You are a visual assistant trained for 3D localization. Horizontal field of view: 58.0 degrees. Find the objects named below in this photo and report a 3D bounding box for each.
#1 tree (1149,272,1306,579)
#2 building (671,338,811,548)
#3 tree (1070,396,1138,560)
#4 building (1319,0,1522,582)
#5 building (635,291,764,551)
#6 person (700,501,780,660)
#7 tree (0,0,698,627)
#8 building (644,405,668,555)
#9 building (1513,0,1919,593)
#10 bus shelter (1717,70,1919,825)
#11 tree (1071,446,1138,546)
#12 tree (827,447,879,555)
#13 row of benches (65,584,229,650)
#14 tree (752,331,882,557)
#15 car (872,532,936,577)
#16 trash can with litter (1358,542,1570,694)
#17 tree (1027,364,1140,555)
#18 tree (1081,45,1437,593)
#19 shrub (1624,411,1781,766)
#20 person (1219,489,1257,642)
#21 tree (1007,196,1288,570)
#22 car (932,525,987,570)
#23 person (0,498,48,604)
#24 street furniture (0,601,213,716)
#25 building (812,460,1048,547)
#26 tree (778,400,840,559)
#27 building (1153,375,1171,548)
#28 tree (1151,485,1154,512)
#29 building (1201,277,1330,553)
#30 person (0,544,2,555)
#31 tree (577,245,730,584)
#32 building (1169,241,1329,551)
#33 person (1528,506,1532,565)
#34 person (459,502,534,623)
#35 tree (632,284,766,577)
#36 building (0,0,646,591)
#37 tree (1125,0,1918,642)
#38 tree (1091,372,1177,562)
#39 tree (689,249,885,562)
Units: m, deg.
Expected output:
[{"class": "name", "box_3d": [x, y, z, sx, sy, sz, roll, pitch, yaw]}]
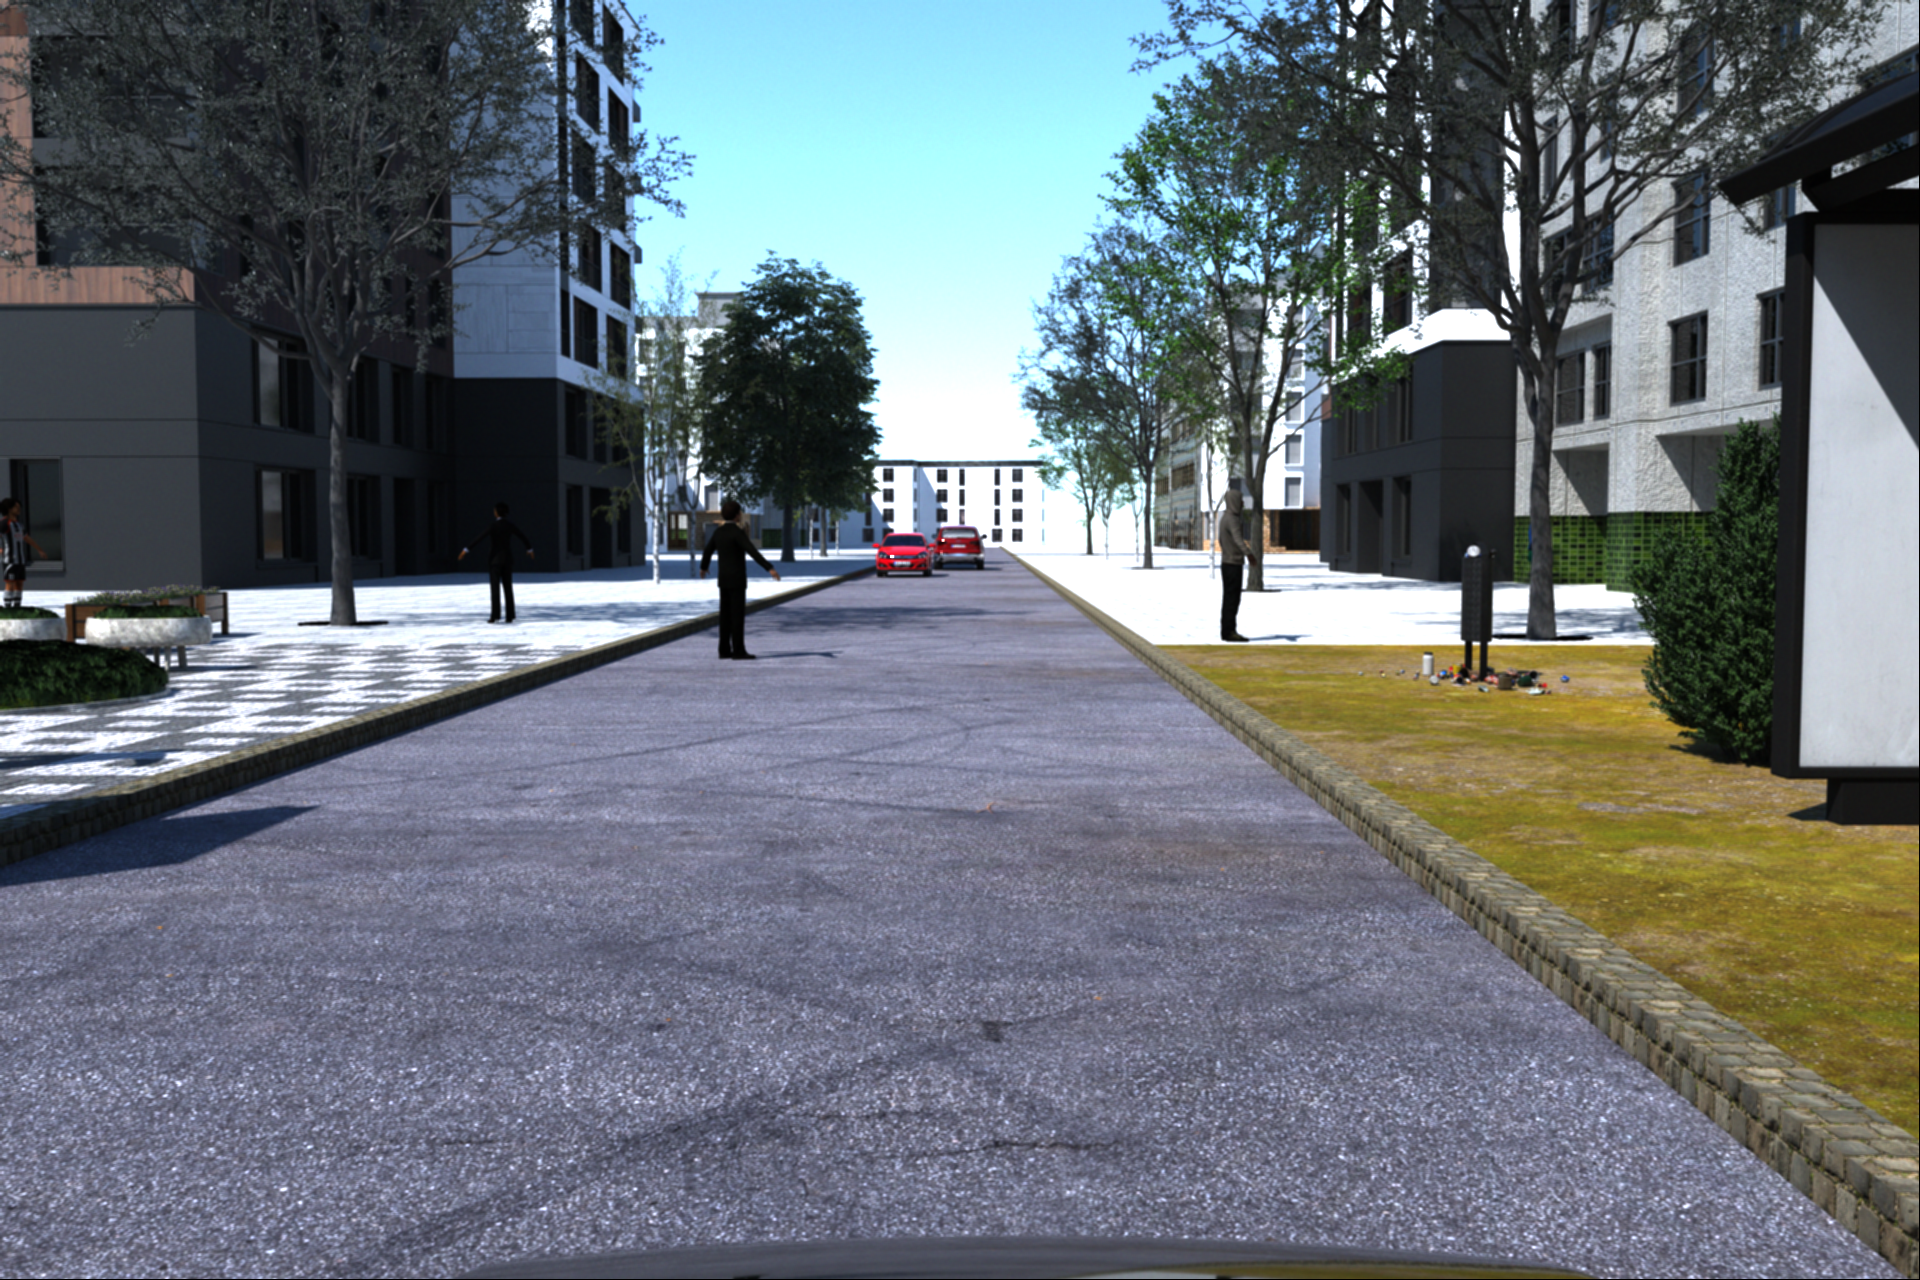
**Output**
[{"class": "tree", "box_3d": [6.961, -6.032, 48.979, 4.360, 8.622, 3.978, 0, 3, 0]}, {"class": "building", "box_3d": [-24.376, -18.678, 171.840, 16.747, 18.905, 31.486, 0, 3, 0]}, {"class": "tree", "box_3d": [7.233, -8.279, 85.717, 4.360, 8.622, 3.978, 0, 3, 0]}, {"class": "building", "box_3d": [26.757, -13.318, 61.722, 27.936, 21.610, 32.646, 0, 4, 0]}, {"class": "building", "box_3d": [-22.104, -17.122, 136.371, 16.016, 20.090, 11.380, 0, 4, 1]}, {"class": "person", "box_3d": [-2.586, -0.686, 19.857, 1.347, 1.806, 0.705, 3, 5, 42]}, {"class": "tree", "box_3d": [-8.774, -6.958, 24.136, 12.009, 13.543, 11.850, 0, 3, 0]}, {"class": "building", "box_3d": [-24.685, -10.865, 119.794, 9.099, 9.664, 28.070, 0, 3, 0]}, {"class": "building", "box_3d": [22.903, -9.978, 29.598, 16.747, 18.905, 31.486, 0, 4, 1]}, {"class": "bus shelter", "box_3d": [4.419, -0.683, 5.092, 2.014, 3.302, 5.546, 0, 4, 0]}, {"class": "tree", "box_3d": [15.965, -16.173, 190.178, 9.928, 11.665, 9.643, 0, 3, 0]}, {"class": "tree", "box_3d": [-7.627, -9.442, 104.732, 4.360, 8.622, 3.978, 0, 3, 0]}, {"class": "row of benches", "box_3d": [-9.357, -0.281, 20.064, 1.422, 0.672, 4.104, -1, 4, -8]}, {"class": "tree", "box_3d": [-8.103, -10.960, 97.321, 7.486, 12.596, 7.792, 0, 3, 0]}, {"class": "car", "box_3d": [-1.877, -3.056, 58.999, 2.155, 1.783, 4.494, 0, 4, 1]}, {"class": "trash can with litter", "box_3d": [4.434, -0.233, 14.868, 1.678, 1.210, 2.233, 0, 4, 2]}, {"class": "tree", "box_3d": [7.933, -10.987, 105.399, 9.928, 11.665, 9.643, 0, 3, 0]}, {"class": "tree", "box_3d": [6.529, -6.866, 38.010, 9.928, 11.665, 9.643, 0, 3, 0]}, {"class": "shrub", "box_3d": [4.626, -0.328, 9.790, 1.690, 2.028, 1.600, 0, 3, 0]}, {"class": "person", "box_3d": [3.286, -0.892, 20.717, 0.705, 1.813, 1.348, 0, 4, -4]}, {"class": "tree", "box_3d": [6.831, -9.337, 63.024, 12.009, 13.543, 11.850, 0, 3, 0]}, {"class": "car", "box_3d": [-0.028, -3.778, 70.451, 2.281, 1.827, 5.304, 0, 4, 1]}, {"class": "person", "box_3d": [-14.232, -1.220, 26.091, 0.704, 1.843, 1.345, 0, 4, 3]}, {"class": "street furniture", "box_3d": [-11.306, 0.102, 13.966, 10.072, 0.657, 5.734, 0, 4, -3]}, {"class": "building", "box_3d": [-4.566, -15.381, 196.083, 28.070, 9.664, 9.099, 1, 4, 9]}, {"class": "tree", "box_3d": [-7.646, -8.490, 89.172, 4.737, 8.622, 4.395, 0, 3, 0]}, {"class": "building", "box_3d": [29.070, -20.646, 168.483, 19.493, 23.208, 18.063, 0, 4, 1]}, {"class": "tree", "box_3d": [24.158, -15.044, 196.331, 4.360, 8.622, 3.978, 0, 3, 0]}, {"class": "building", "box_3d": [23.073, -16.596, 127.764, 16.016, 20.090, 11.380, 0, 4, 0]}, {"class": "person", "box_3d": [-16.704, -1.439, 29.797, 0.705, 1.796, 1.348, -3, 5, -43]}, {"class": "tree", "box_3d": [-7.795, -5.739, 44.190, 4.360, 8.622, 3.978, 0, 3, 0]}, {"class": "building", "box_3d": [27.190, -18.865, 139.368, 19.493, 23.208, 18.063, 0, 4, 1]}, {"class": "person", "box_3d": [9.106, -1.287, 27.176, 0.704, 1.817, 1.347, 1, 4, 20]}, {"class": "person", "box_3d": [-6.680, -1.121, 25.054, 0.721, 1.740, 1.216, 3, 5, 44]}, {"class": "tree", "box_3d": [-8.048, -6.177, 51.359, 4.360, 8.622, 3.978, 0, 3, 0]}, {"class": "building", "box_3d": [-27.196, -12.890, 54.720, 27.936, 21.610, 32.646, 0, 4, 1]}, {"class": "tree", "box_3d": [7.030, -6.757, 20.855, 12.009, 13.543, 11.850, 0, 3, 0]}, {"class": "tree", "box_3d": [8.105, -7.820, 78.227, 4.360, 8.622, 3.978, 0, 3, 0]}, {"class": "tree", "box_3d": [-7.847, -10.561, 79.324, 9.857, 13.997, 8.962, 0, 3, 0]}]
